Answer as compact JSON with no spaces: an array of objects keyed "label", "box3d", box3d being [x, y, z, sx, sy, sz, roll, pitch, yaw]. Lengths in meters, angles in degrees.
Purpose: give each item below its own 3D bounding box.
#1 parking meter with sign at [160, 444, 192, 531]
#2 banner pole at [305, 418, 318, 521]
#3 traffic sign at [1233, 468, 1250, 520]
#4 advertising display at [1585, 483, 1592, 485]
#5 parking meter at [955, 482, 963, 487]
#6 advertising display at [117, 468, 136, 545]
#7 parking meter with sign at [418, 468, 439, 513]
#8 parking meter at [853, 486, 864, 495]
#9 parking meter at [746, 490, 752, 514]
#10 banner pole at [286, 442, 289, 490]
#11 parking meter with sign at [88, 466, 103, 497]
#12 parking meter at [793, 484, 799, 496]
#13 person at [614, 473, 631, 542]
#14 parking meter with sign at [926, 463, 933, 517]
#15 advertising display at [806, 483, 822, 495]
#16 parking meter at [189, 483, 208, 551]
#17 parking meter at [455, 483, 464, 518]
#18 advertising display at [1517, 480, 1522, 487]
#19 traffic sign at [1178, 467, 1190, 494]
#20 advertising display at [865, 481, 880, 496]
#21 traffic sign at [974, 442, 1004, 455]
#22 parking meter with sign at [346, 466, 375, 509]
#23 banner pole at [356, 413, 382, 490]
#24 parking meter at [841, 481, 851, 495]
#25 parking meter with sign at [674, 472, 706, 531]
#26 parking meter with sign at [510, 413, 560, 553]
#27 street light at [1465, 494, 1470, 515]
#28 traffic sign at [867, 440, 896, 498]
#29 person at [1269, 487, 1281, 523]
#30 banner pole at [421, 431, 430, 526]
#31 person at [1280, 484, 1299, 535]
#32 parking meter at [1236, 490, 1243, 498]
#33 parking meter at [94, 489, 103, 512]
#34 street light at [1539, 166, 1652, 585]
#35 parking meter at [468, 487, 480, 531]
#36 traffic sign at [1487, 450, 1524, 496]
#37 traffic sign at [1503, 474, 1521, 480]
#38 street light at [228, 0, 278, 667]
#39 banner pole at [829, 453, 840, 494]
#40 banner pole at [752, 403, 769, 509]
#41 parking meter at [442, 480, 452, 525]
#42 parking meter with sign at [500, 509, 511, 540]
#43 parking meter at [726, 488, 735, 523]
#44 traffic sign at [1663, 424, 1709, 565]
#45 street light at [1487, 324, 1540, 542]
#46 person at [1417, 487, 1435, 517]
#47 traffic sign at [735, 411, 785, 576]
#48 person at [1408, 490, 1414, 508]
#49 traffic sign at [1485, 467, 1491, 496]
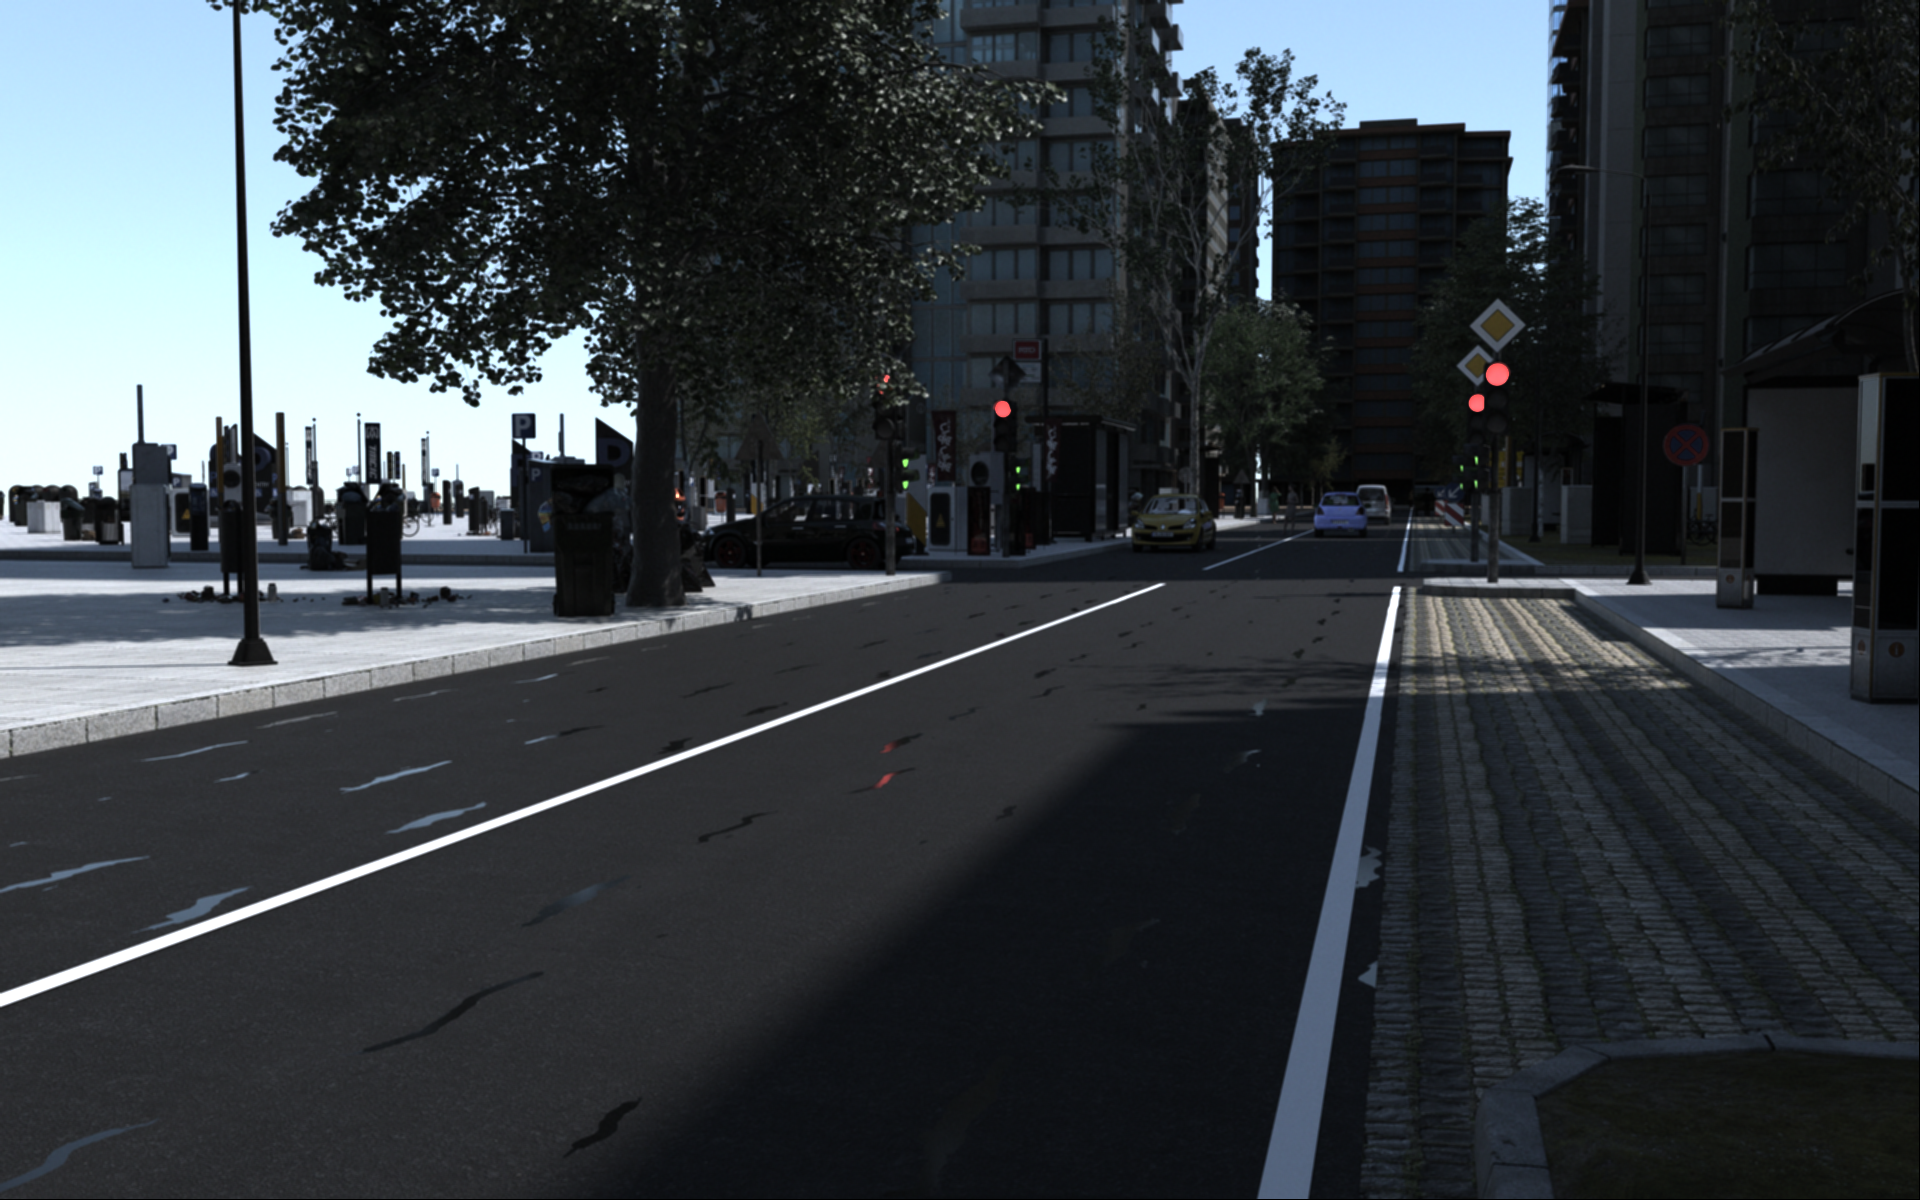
[{"label":"parking meter with sign","box3d":[-27.534,-3.980,61.342,0.543,3.016,1.738,0,4,6]},{"label":"banner pole","box3d":[-21.157,-4.069,56.549,0.401,3.779,0.863,0,4,7]},{"label":"traffic sign","box3d":[14.117,-5.314,86.889,0.884,2.594,0.081,1,4,16]},{"label":"advertising display","box3d":[36.604,-5.797,99.997,0.974,1.923,0.123,2,4,32]},{"label":"parking meter","box3d":[-0.059,-5.004,87.521,0.399,1.863,0.255,3,5,41]},{"label":"advertising display","box3d":[-20.653,-2.349,43.618,0.974,1.923,0.123,-3,4,-36]},{"label":"parking meter with sign","box3d":[-35.954,-7.392,117.118,0.543,3.016,1.738,1,4,18]},{"label":"parking meter","box3d":[-3.309,-2.946,56.572,0.372,1.533,0.369,0,3,0]},{"label":"parking meter","box3d":[-13.472,-6.251,110.619,0.372,1.533,0.369,0,3,0]},{"label":"banner pole","box3d":[-32.646,-5.732,83.739,0.401,3.779,0.863,1,4,19]},{"label":"parking meter with sign","box3d":[-53.364,-6.754,106.692,0.543,3.016,1.738,0,4,-8]},{"label":"parking meter","box3d":[-9.524,-5.772,100.085,0.399,1.863,0.255,3,5,44]},{"label":"person","box3d":[-6.118,-1.363,30.974,0.537,1.800,0.526,1,4,20]},{"label":"parking meter with sign","box3d":[-1.850,-6.189,97.450,0.543,3.016,1.738,-1,4,-16]},{"label":"advertising display","box3d":[-8.478,-5.835,100.618,0.974,1.923,0.123,-2,4,-33]},{"label":"parking meter","box3d":[-17.255,-1.886,39.255,0.372,1.533,0.369,0,3,0]},{"label":"parking meter","box3d":[-27.207,-5.409,94.151,0.255,1.863,0.399,3,5,42]},{"label":"advertising display","box3d":[25.318,-4.428,77.611,0.974,1.923,0.123,-2,4,-24]},{"label":"traffic sign","box3d":[10.541,-4.937,80.828,0.768,2.556,0.104,1,4,15]},{"label":"advertising display","box3d":[-4.413,-4.927,85.771,0.974,1.923,0.123,-2,4,-23]},{"label":"traffic sign","box3d":[0.694,-2.564,42.029,0.768,2.556,0.104,1,4,18]},{"label":"parking meter with sign","box3d":[-39.979,-7.299,115.602,1.738,3.016,0.543,0,4,7]},{"label":"banner pole","box3d":[-18.241,-3.874,53.350,0.863,3.779,0.401,-1,4,-22]},{"label":"parking meter","box3d":[-5.066,-4.346,76.771,0.399,1.863,0.255,1,4,10]},{"label":"parking meter with sign","box3d":[-9.582,-3.894,59.922,1.738,3.016,0.543,2,4,27]},{"label":"parking meter with sign","box3d":[-9.135,-2.564,38.190,0.543,3.016,1.738,1,4,19]},{"label":"street light","box3d":[22.418,-6.284,75.289,1.470,5.913,1.316,1,4,15]},{"label":"traffic sign","box3d":[-1.494,-2.157,35.270,0.884,2.594,0.081,1,4,19]},{"label":"person","box3d":[15.329,-4.633,84.499,0.600,1.795,0.529,1,4,23]},{"label":"banner pole","box3d":[-21.081,-4.793,68.385,0.401,3.779,0.863,0,4,7]},{"label":"person","box3d":[11.450,-3.138,60.147,0.374,1.781,0.599,-2,4,-34]},{"label":"parking meter","box3d":[15.935,-5.523,98.704,0.372,1.533,0.369,0,3,0]},{"label":"parking meter","box3d":[-40.531,-4.469,81.474,0.372,1.533,0.369,0,3,0]},{"label":"street light","box3d":[9.122,-3.181,24.556,1.470,5.913,1.316,1,4,15]},{"label":"parking meter","box3d":[-16.818,-3.152,59.948,0.372,1.533,0.369,0,3,0]},{"label":"traffic sign","box3d":[25.413,-5.286,80.298,2.265,3.308,0.079,1,4,21]},{"label":"traffic sign","box3d":[25.416,-4.811,79.853,0.795,2.450,0.064,1,4,20]},{"label":"street light","box3d":[-4.809,-2.458,12.734,1.470,5.913,1.316,1,4,15]},{"label":"banner pole","box3d":[-6.595,-6.230,91.882,0.863,3.779,0.401,2,4,31]},{"label":"banner pole","box3d":[-5.468,-3.532,47.765,0.401,3.779,0.863,2,4,34]},{"label":"parking meter","box3d":[-21.595,-4.112,72.938,0.255,1.863,0.399,0,4,4]},{"label":"parking meter with sign","box3d":[-12.000,-3.198,48.548,1.738,3.016,0.543,0,4,-6]},{"label":"parking meter","box3d":[-9.498,-3.875,71.768,0.372,1.533,0.369,0,3,0]},{"label":"traffic sign","box3d":[13.159,-1.916,31.433,0.768,2.556,0.104,1,4,22]},{"label":"street light","box3d":[14.824,-4.507,46.222,1.470,5.913,1.316,1,4,15]},{"label":"person","box3d":[29.406,-6.175,109.089,1.348,1.869,0.705,-1,4,-18]},{"label":"traffic sign","box3d":[-3.140,-1.652,27.018,0.884,2.594,0.081,2,4,23]},{"label":"person","box3d":[46.448,-10.376,178.244,0.705,1.812,1.348,3,5,41]},{"label":"traffic sign","box3d":[23.687,-4.763,77.983,0.768,2.556,0.104,1,4,21]}]
